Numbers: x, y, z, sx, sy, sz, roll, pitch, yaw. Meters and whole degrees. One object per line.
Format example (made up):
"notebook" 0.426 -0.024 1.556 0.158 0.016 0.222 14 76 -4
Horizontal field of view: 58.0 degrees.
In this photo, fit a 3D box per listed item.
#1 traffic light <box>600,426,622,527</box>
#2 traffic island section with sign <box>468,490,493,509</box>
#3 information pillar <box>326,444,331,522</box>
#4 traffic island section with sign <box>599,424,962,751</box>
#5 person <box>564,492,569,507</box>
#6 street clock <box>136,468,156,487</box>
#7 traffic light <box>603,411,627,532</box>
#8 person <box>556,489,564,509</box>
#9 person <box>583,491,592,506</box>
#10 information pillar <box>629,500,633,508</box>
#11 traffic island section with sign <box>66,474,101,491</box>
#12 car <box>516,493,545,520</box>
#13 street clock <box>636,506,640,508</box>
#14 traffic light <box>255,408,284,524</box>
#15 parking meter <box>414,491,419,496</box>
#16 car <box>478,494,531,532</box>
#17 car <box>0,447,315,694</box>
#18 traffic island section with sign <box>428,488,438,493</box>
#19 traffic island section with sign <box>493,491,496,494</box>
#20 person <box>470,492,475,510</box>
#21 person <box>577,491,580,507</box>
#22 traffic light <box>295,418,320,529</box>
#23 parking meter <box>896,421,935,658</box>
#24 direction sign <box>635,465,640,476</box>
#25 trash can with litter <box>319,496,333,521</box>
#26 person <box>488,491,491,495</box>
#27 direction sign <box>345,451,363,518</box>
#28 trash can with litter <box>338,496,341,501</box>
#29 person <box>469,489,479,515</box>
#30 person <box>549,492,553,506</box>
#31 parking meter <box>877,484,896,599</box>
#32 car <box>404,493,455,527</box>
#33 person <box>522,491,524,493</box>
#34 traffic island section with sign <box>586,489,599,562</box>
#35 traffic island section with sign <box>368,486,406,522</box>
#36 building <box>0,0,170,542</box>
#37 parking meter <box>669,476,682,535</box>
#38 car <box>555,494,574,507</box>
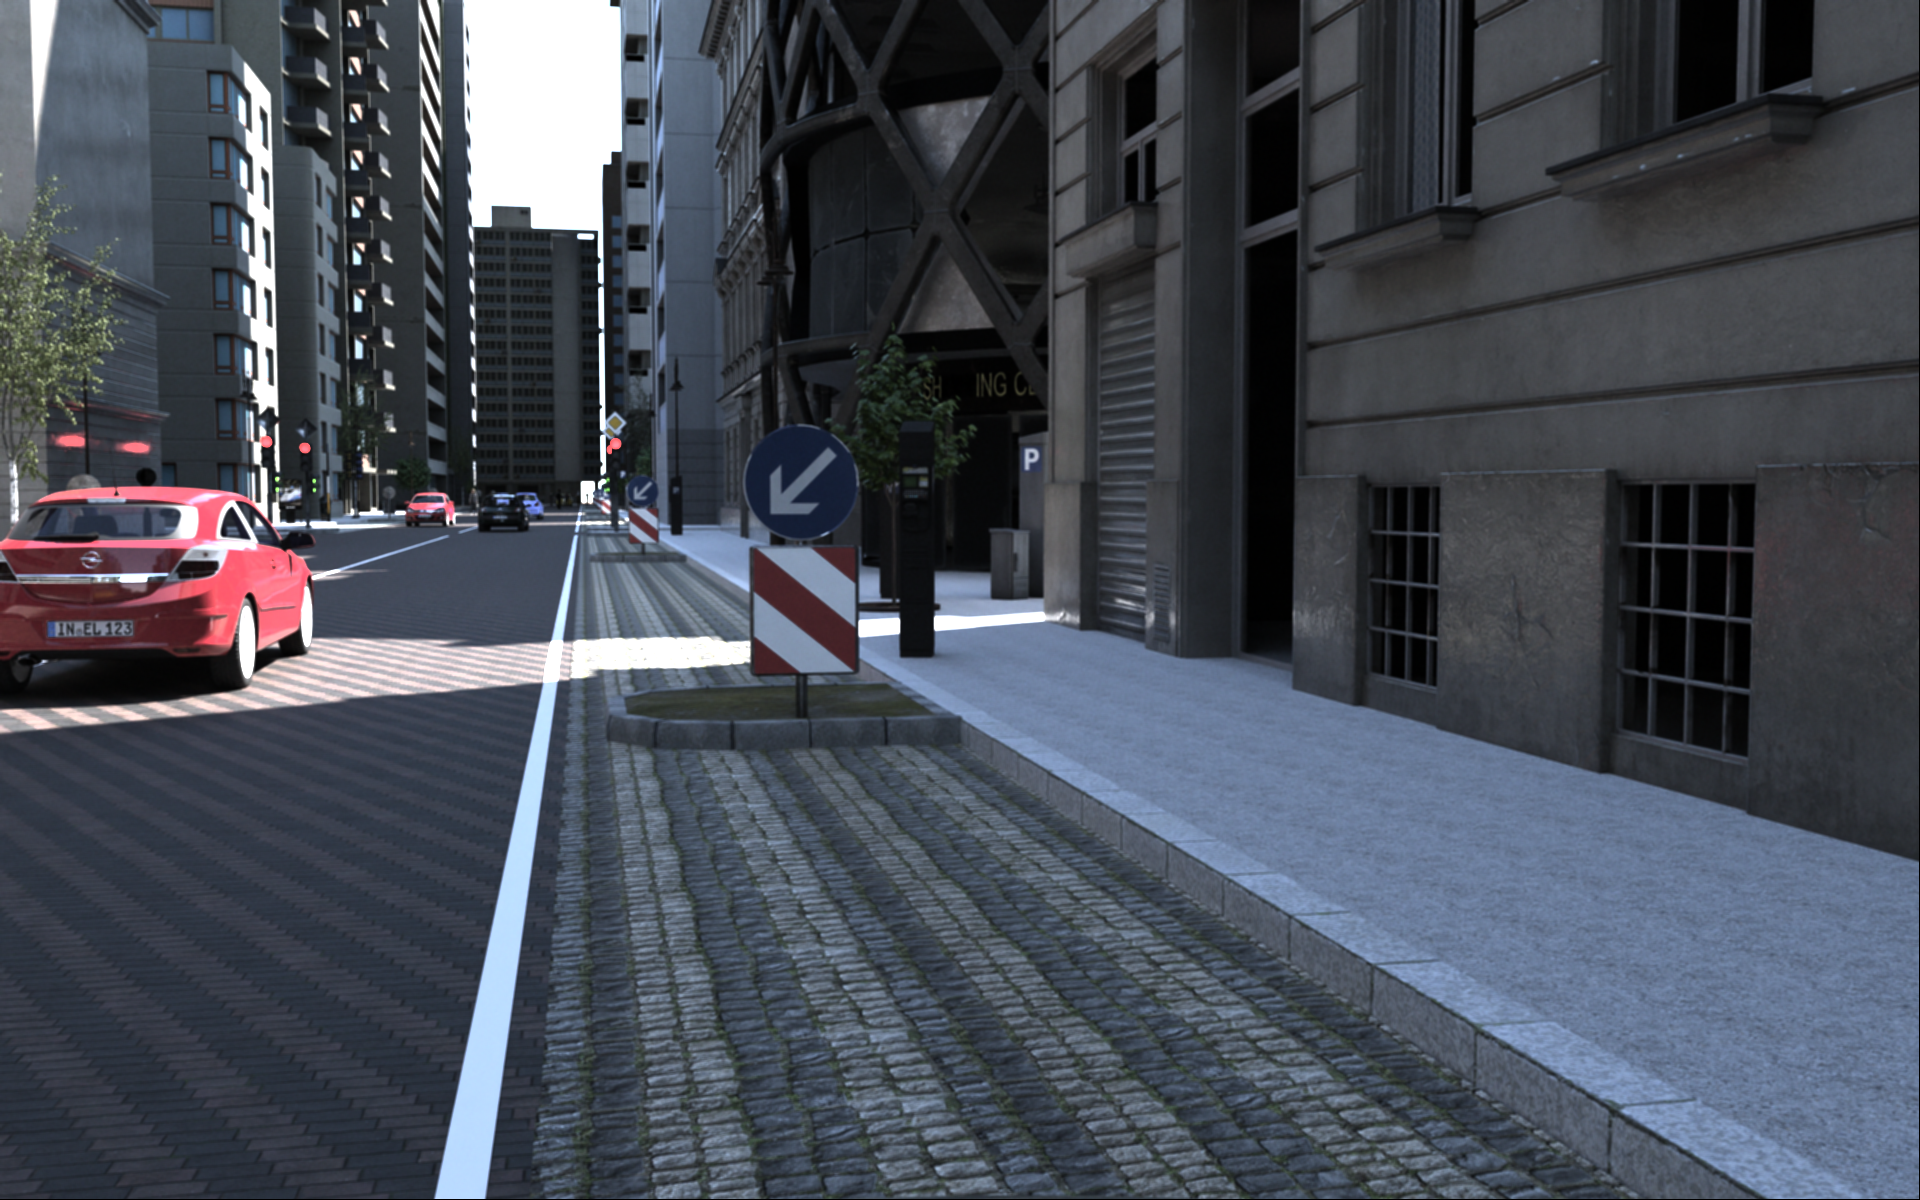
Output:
"traffic light" -13.395 -4.750 66.583 0.839 4.253 0.868 -1 4 -12
"traffic island section with sign" -45.704 -9.536 164.542 1.989 1.847 2.006 -1 4 -12
"information pillar" -29.220 -5.427 80.078 0.183 3.616 0.504 -1 4 -21
"traffic island section with sign" -1.162 -0.120 10.595 1.989 1.847 2.006 -1 4 -12
"person" -43.052 -10.978 189.460 0.415 1.643 0.593 2 4 29
"street clock" -22.867 -2.700 48.714 0.358 2.002 0.471 3 5 42
"traffic light" -11.699 -4.273 58.780 0.839 4.253 0.868 -1 4 -12
"person" -37.468 -9.414 162.046 0.705 1.869 1.348 -3 5 -43
"person" -45.354 -12.378 210.835 1.348 1.831 0.705 -2 4 -32
"information pillar" -23.225 -7.203 122.268 0.304 2.012 0.304 0 4 -6
"traffic island section with sign" -17.351 -1.560 34.137 1.989 1.847 2.006 -1 4 -12
"car" -24.335 -5.364 97.285 1.945 1.707 3.694 -1 4 -11
"street clock" -19.552 -6.150 105.125 0.471 2.002 0.358 -3 5 -41
"traffic light" -22.505 -4.129 56.423 0.839 4.253 0.868 -1 4 -12
"parking meter" -43.113 -7.890 137.405 0.372 1.533 0.369 0 3 0
"car" -17.725 -3.518 67.310 2.009 1.686 4.222 -1 4 -11
"car" -6.435 -0.305 14.035 2.155 1.783 4.494 -1 4 -12
"traffic island section with sign" -34.956 -6.511 115.081 1.989 1.847 2.006 -1 4 -12
"traffic island section with sign" -51.547 -11.180 191.417 1.989 1.847 2.006 -1 4 -12
"person" -43.318 -8.851 154.023 0.445 1.727 0.742 0 4 4
"person" -43.382 -11.455 196.520 0.721 1.736 1.217 0 4 -7
"traffic light" -24.201 -4.606 64.226 0.839 4.253 0.868 -1 4 -12
"parking meter" -0.339 -0.487 13.679 0.255 1.863 0.399 0 4 3
"direction sign" -25.120 -8.797 135.834 0.379 3.537 0.876 2 4 32
"trash can with litter" -30.852 -4.461 84.320 0.624 1.170 1.055 -1 4 -19
"person" -50.110 -10.746 184.911 1.217 1.743 0.721 -1 4 -18
"direction sign" -31.914 -6.069 91.220 0.876 3.537 0.379 -2 4 -29
"trash can with litter" -34.886 -5.183 96.128 1.055 1.170 0.624 -2 4 -26
"person" -33.238 -6.722 118.585 0.709 1.800 0.728 1 4 8
"person" -47.991 -11.844 202.950 0.742 1.727 0.445 3 4 38
"parking meter" -0.800 -0.952 21.284 0.399 1.863 0.255 1 4 15
"car" -23.824 -4.212 77.913 2.155 1.783 4.494 -1 4 -11
"person" -45.390 -10.429 179.732 1.217 1.735 0.721 -2 4 -27
"traffic island section with sign" -6.893 -1.732 36.944 1.989 1.847 2.006 -1 4 -12
"traffic island section with sign" -29.223 -4.900 88.741 1.989 1.847 2.006 -1 4 -12
"building" -40.411 -13.819 45.018 34.723 24.649 14.460 -1 4 -12
"parking meter" -8.914 -2.972 54.310 0.399 1.863 0.255 -1 4 -10
"car" -44.060 -11.173 192.899 2.015 1.641 3.980 -1 4 -12
